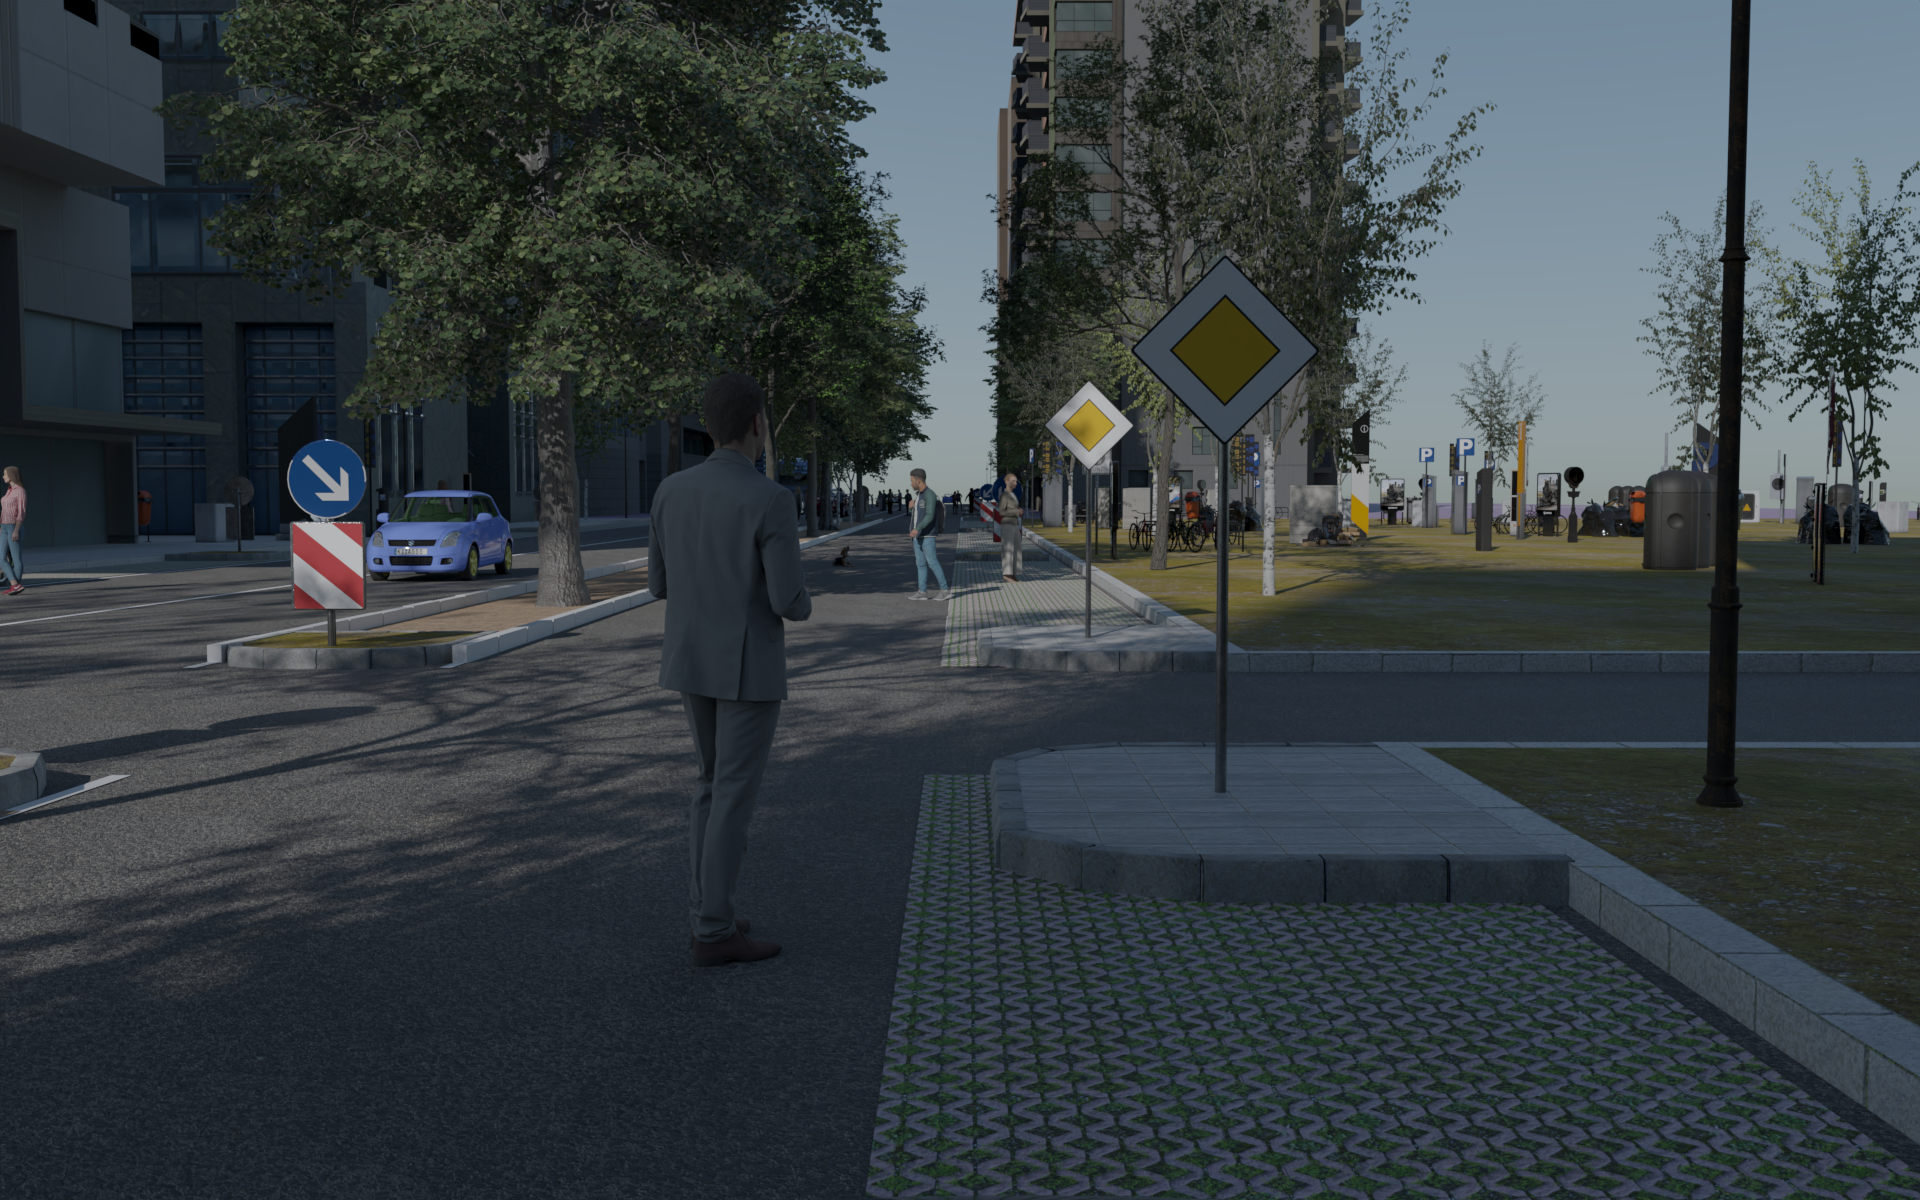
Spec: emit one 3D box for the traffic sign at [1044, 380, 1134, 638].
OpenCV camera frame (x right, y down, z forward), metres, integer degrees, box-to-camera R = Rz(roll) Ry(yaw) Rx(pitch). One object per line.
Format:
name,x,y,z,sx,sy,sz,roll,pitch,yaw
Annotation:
traffic sign,1.140,-0.718,15.380,0.795,2.450,0.064,0,4,0

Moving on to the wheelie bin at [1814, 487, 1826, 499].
wheelie bin,40.869,-4.571,82.641,0.693,1.594,0.980,-3,4,-38

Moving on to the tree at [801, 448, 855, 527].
tree,-5.100,-7.782,80.063,4.737,8.622,4.395,0,3,0

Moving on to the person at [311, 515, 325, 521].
person,-11.348,-1.265,30.990,0.330,1.601,0.589,1,4,21

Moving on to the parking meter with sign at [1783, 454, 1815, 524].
parking meter with sign,36.534,-4.806,74.839,1.738,3.016,0.543,2,4,29

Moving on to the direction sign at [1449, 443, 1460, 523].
direction sign,22.137,-5.234,77.580,0.379,3.537,0.876,3,5,44

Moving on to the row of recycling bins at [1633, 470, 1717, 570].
row of recycling bins,12.837,-1.435,30.572,1.069,1.692,3.534,2,4,32

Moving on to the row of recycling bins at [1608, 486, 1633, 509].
row of recycling bins,32.839,-4.725,84.359,1.069,1.692,3.534,-1,4,-15

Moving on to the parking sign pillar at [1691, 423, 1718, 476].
parking sign pillar,28.203,-4.687,65.109,1.447,3.967,1.447,-3,4,-36

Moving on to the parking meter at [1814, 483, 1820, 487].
parking meter,43.920,-5.081,88.793,0.399,1.863,0.255,-3,5,-40

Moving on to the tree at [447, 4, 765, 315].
tree,-5.364,-5.772,31.236,8.767,10.594,7.601,0,4,0

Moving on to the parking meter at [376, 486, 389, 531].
parking meter,-17.532,-2.701,52.571,0.372,1.533,0.369,0,3,0

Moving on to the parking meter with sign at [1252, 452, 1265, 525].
parking meter with sign,12.617,-4.683,72.823,0.543,3.016,1.738,2,4,30

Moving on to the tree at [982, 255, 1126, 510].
tree,4.398,-10.051,82.459,7.486,12.596,7.792,0,3,0

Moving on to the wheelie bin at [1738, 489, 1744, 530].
wheelie bin,27.468,-3.290,61.692,0.980,1.594,0.693,-1,4,-13

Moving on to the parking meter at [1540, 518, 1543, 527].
parking meter,22.452,-3.732,66.727,0.255,1.863,0.399,0,4,2

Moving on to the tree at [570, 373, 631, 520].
tree,-18.631,-8.326,86.488,4.737,8.622,4.395,0,3,0

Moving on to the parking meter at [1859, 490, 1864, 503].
parking meter,44.146,-4.685,85.005,0.372,1.533,0.369,0,3,0

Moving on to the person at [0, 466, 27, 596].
person,-13.460,-0.982,24.562,0.555,1.821,0.388,2,4,26

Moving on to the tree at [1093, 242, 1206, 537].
tree,6.079,-6.200,51.732,4.737,8.622,4.395,0,3,0

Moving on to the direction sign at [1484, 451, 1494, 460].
direction sign,27.637,-6.029,90.578,0.876,3.537,0.379,-3,5,-43

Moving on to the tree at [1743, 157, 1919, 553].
tree,19.145,-5.313,37.227,4.737,8.622,4.395,0,3,0

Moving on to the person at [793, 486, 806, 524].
person,-7.611,-4.498,82.227,0.709,1.800,0.728,-1,4,-17

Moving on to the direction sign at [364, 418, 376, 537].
direction sign,-17.446,-3.624,51.250,0.379,3.537,0.876,0,3,0

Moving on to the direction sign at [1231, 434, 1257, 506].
direction sign,10.670,-4.494,65.467,0.876,3.537,0.379,0,4,5

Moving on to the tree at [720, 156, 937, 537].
tree,-4.815,-8.338,56.918,7.486,12.596,7.792,0,3,0

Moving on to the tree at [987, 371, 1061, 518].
tree,3.751,-8.640,91.619,4.737,8.622,4.395,0,3,0

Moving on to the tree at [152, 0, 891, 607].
tree,-5.068,-6.883,21.656,9.857,13.997,8.962,0,3,0

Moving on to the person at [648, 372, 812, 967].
person,-0.657,0.202,5.403,0.606,1.804,0.583,2,4,30

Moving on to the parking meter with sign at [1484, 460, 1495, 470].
parking meter with sign,26.620,-5.631,88.334,0.543,3.016,1.738,-1,4,-9

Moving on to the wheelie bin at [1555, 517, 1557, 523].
wheelie bin,25.541,-4.113,75.152,0.980,1.594,0.693,3,5,43

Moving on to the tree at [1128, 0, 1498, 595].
tree,4.115,-4.356,21.579,4.360,8.622,3.978,0,3,0

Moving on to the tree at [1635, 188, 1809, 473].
tree,18.553,-5.642,42.614,4.360,8.622,3.978,0,3,0

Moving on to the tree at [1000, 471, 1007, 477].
tree,3.629,-9.087,143.181,1.663,3.219,1.824,0,3,0

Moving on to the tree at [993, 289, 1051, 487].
tree,3.479,-6.583,58.002,4.360,8.622,3.978,0,3,0

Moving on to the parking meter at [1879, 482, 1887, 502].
parking meter,45.682,-4.895,85.744,0.255,1.863,0.399,3,4,39

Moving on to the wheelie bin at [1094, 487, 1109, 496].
wheelie bin,6.141,-3.979,72.957,0.980,1.594,0.693,1,4,19

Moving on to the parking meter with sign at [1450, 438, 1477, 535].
parking meter with sign,15.842,-3.582,54.821,0.543,3.016,1.738,0,4,7

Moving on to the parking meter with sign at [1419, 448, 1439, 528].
parking meter with sign,17.836,-4.247,65.700,0.543,3.016,1.738,2,4,25

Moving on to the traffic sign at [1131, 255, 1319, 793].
traffic sign,1.120,-0.229,7.395,0.795,2.450,0.064,0,4,0

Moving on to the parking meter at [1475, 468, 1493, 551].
parking meter,11.790,-2.034,38.960,0.255,1.863,0.399,0,4,-4

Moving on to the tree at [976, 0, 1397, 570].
tree,3.688,-5.777,28.870,7.601,10.594,8.767,1,4,9

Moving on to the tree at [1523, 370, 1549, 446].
tree,25.682,-8.095,82.717,4.360,8.622,3.978,0,3,0

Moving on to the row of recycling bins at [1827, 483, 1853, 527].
row of recycling bins,34.853,-3.752,68.453,1.069,1.692,3.534,2,4,28

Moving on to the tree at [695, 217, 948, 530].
tree,-5.282,-9.076,67.851,9.611,12.733,9.660,0,3,0

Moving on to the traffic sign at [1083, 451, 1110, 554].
traffic sign,2.898,-2.116,36.723,0.606,2.300,0.079,0,4,5

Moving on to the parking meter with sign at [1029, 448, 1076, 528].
parking meter with sign,3.572,-4.292,66.434,1.738,3.016,0.543,-1,4,-14

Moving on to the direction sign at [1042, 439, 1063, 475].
direction sign,3.810,-4.856,71.396,0.876,3.537,0.379,0,4,-4

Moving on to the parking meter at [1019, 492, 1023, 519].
parking meter,3.090,-4.979,89.813,0.372,1.533,0.369,0,3,0

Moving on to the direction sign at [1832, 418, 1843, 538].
direction sign,25.473,-3.568,50.334,0.379,3.537,0.876,1,4,12

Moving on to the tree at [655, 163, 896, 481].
tree,-5.298,-7.310,47.739,9.928,11.665,9.643,0,3,0

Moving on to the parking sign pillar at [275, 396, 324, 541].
parking sign pillar,-18.283,-3.648,48.109,1.447,3.967,1.447,1,4,23

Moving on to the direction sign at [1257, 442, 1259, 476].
direction sign,12.483,-5.077,75.000,0.876,3.537,0.379,1,4,13
